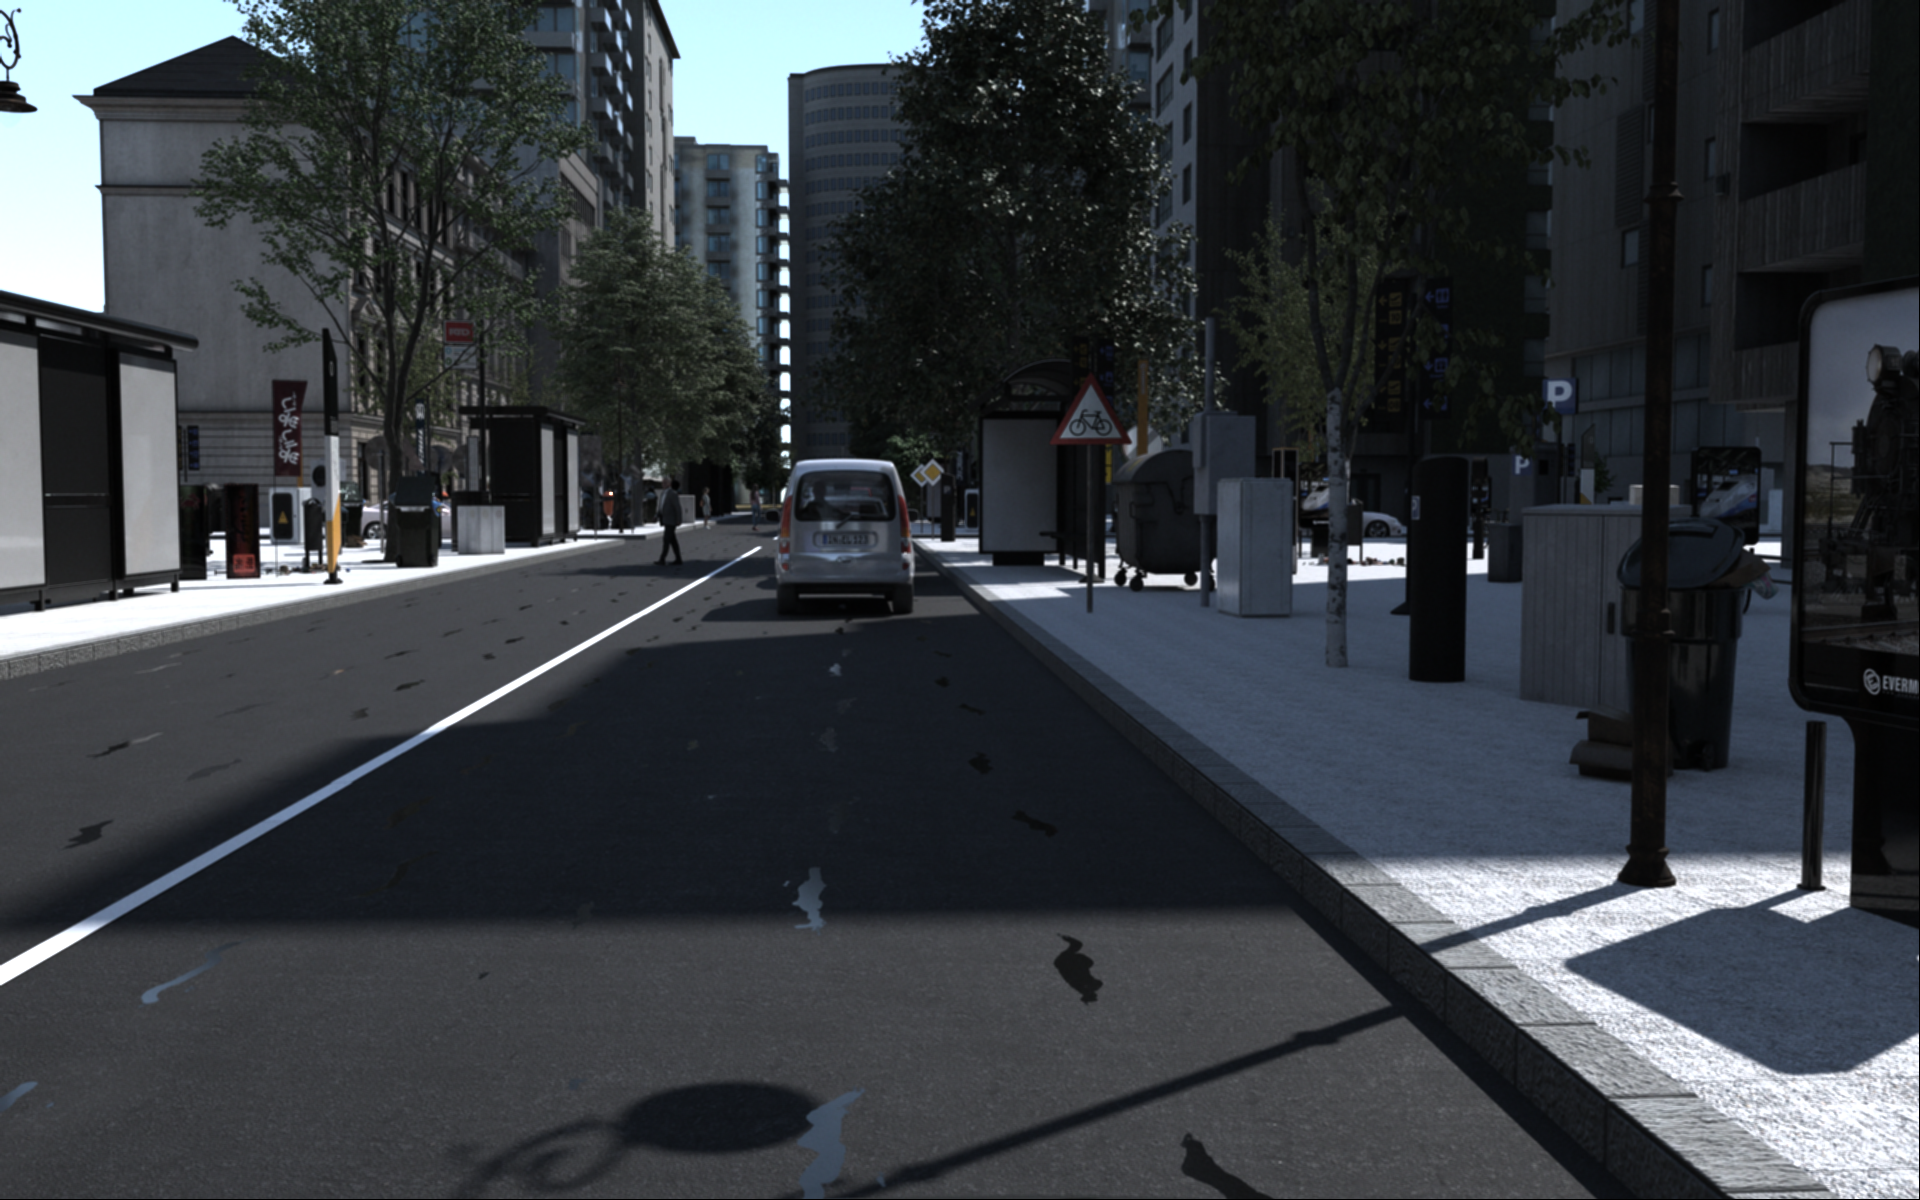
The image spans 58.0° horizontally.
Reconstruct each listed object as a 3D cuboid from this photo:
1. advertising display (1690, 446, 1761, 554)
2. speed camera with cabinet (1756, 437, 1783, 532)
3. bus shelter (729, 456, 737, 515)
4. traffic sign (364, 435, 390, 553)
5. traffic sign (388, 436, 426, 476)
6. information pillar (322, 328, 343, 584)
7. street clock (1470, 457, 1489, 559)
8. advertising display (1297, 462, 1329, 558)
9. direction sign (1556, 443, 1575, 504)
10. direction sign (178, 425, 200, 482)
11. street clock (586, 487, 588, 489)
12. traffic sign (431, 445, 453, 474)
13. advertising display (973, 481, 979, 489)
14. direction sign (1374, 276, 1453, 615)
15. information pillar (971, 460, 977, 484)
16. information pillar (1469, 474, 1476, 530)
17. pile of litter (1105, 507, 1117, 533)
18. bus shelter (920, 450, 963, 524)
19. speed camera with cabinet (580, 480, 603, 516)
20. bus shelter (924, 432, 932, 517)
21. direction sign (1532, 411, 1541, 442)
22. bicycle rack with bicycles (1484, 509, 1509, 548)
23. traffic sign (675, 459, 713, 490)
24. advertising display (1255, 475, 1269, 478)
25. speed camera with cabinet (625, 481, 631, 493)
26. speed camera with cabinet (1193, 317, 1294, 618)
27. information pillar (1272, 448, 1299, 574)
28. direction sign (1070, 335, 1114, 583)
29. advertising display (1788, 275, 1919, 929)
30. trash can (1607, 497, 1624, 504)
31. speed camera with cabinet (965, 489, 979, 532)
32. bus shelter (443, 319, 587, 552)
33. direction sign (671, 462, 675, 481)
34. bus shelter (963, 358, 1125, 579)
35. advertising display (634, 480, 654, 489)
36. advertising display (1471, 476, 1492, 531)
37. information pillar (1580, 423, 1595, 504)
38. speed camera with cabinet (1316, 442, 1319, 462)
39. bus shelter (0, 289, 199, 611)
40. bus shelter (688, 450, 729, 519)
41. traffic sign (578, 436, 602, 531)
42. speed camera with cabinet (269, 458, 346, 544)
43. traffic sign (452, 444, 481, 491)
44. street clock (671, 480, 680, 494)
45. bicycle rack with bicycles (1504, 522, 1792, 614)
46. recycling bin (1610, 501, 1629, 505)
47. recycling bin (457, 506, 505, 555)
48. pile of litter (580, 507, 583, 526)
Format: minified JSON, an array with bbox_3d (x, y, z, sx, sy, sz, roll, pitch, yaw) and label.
[{"bbox_3d":[10.413,-1.124,23.588,0.974,1.923,0.123,-1,4,-9],"label":"advertising display"},{"bbox_3d":[27.916,-3.975,59.333,0.660,3.252,2.038,-1,4,-15],"label":"speed camera with cabinet"},{"bbox_3d":[-14.639,-6.972,105.274,1.731,3.624,6.357,0,4,-3],"label":"bus shelter"},{"bbox_3d":[-12.562,-2.293,37.602,0.768,2.556,0.104,0,4,4],"label":"traffic sign"},{"bbox_3d":[-12.490,-2.389,39.065,0.884,2.594,0.081,0,4,1],"label":"traffic sign"},{"bbox_3d":[-8.967,-2.041,24.726,0.183,3.616,0.504,0,4,-7],"label":"information pillar"},{"bbox_3d":[10.240,-1.810,34.158,0.358,2.002,0.471,2,4,28],"label":"street clock"},{"bbox_3d":[7.301,-1.826,35.067,0.974,1.923,0.123,-1,4,-11],"label":"advertising display"},{"bbox_3d":[27.113,-5.235,77.587,0.876,3.537,0.379,-1,4,-11],"label":"direction sign"},{"bbox_3d":[-25.558,-3.987,57.181,0.876,3.537,0.379,-1,4,-9],"label":"direction sign"},{"bbox_3d":[-20.031,-5.467,93.959,0.471,2.002,0.358,1,4,9],"label":"street clock"},{"bbox_3d":[-13.552,-2.744,44.963,0.768,2.556,0.104,0,4,-1],"label":"traffic sign"},{"bbox_3d":[0.913,-4.983,86.684,0.123,1.923,0.974,-1,4,-22],"label":"advertising display"},{"bbox_3d":[4.794,-1.615,18.398,0.876,3.537,0.379,3,5,43],"label":"direction sign"},{"bbox_3d":[0.920,-7.769,118.371,0.504,3.616,0.183,0,4,1],"label":"information pillar"},{"bbox_3d":[18.473,-3.523,62.090,0.304,2.012,0.304,0,4,-2],"label":"information pillar"},{"bbox_3d":[5.378,-2.630,56.965,1.176,0.858,1.719,-1,4,-9],"label":"pile of litter"},{"bbox_3d":[-0.597,-4.892,73.912,2.014,3.302,5.546,0,4,-3],"label":"bus shelter"},{"bbox_3d":[-23.520,-7.023,109.169,2.038,3.252,0.660,1,4,23],"label":"speed camera with cabinet"},{"bbox_3d":[-1.952,-7.193,95.235,2.179,5.291,8.768,0,4,-3],"label":"bus shelter"},{"bbox_3d":[15.783,-3.397,47.539,0.379,3.537,0.876,0,4,6],"label":"direction sign"},{"bbox_3d":[13.440,-1.702,41.211,2.925,0.926,2.852,-2,4,-29],"label":"bicycle rack with bicycles"},{"bbox_3d":[-15.608,-6.599,101.769,2.265,3.308,0.079,0,4,-3],"label":"traffic sign"},{"bbox_3d":[10.161,-3.335,59.738,0.974,1.923,0.123,2,4,26],"label":"advertising display"},{"bbox_3d":[-19.517,-6.725,104.297,0.660,3.252,2.038,1,4,14],"label":"speed camera with cabinet"},{"bbox_3d":[3.065,-1.499,18.841,0.660,3.252,2.038,0,4,-6],"label":"speed camera with cabinet"},{"bbox_3d":[5.197,-1.420,27.707,0.304,2.012,0.304,-1,4,-21],"label":"information pillar"},{"bbox_3d":[1.908,-2.018,24.987,0.876,3.537,0.379,-3,5,-42],"label":"direction sign"},{"bbox_3d":[2.855,0.003,5.165,0.123,1.923,0.974,-1,4,-12],"label":"advertising display"},{"bbox_3d":[30.350,-4.195,80.249,0.748,1.137,0.748,0,3,0],"label":"trash can"},{"bbox_3d":[0.985,-3.931,58.613,0.660,3.252,2.038,-3,4,-37],"label":"speed camera with cabinet"},{"bbox_3d":[-10.942,-3.974,42.600,2.179,5.291,8.768,0,4,-3],"label":"bus shelter"},{"bbox_3d":[-17.675,-7.037,107.050,0.379,3.537,0.876,-2,4,-32],"label":"direction sign"},{"bbox_3d":[1.280,-2.117,28.539,2.014,3.302,5.546,0,4,-4],"label":"bus shelter"},{"bbox_3d":[-14.025,-4.375,76.749,0.974,1.923,0.123,-2,4,-31],"label":"advertising display"},{"bbox_3d":[18.256,-3.392,60.673,0.123,1.923,0.974,-1,4,-20],"label":"advertising display"},{"bbox_3d":[20.786,-4.036,57.338,0.504,3.616,0.183,-1,4,-17],"label":"information pillar"},{"bbox_3d":[12.097,-3.918,58.401,0.660,3.252,2.038,1,4,22],"label":"speed camera with cabinet"},{"bbox_3d":[-10.792,-2.486,18.280,2.179,5.291,8.768,0,4,-3],"label":"bus shelter"},{"bbox_3d":[-13.689,-6.226,93.079,1.731,3.624,6.357,0,4,-4],"label":"bus shelter"},{"bbox_3d":[-13.612,-4.072,60.458,2.265,3.308,0.079,0,4,5],"label":"traffic sign"},{"bbox_3d":[-16.670,-3.051,44.220,2.038,3.252,0.660,1,4,22],"label":"speed camera with cabinet"},{"bbox_3d":[-12.608,-2.701,44.274,0.768,2.556,0.104,0,4,6],"label":"traffic sign"},{"bbox_3d":[-15.089,-5.338,91.841,0.471,2.002,0.358,-1,4,-10],"label":"street clock"},{"bbox_3d":[7.787,-0.338,18.907,2.852,0.926,2.925,0,4,3],"label":"bicycle rack with bicycles"},{"bbox_3d":[24.458,-3.135,63.818,0.722,1.027,0.722,-3,4,-36],"label":"recycling bin"},{"bbox_3d":[-10.214,-1.492,36.941,0.722,1.027,0.722,3,4,36],"label":"recycling bin"},{"bbox_3d":[-15.454,-3.427,69.989,1.176,0.858,1.719,2,4,25],"label":"pile of litter"}]
